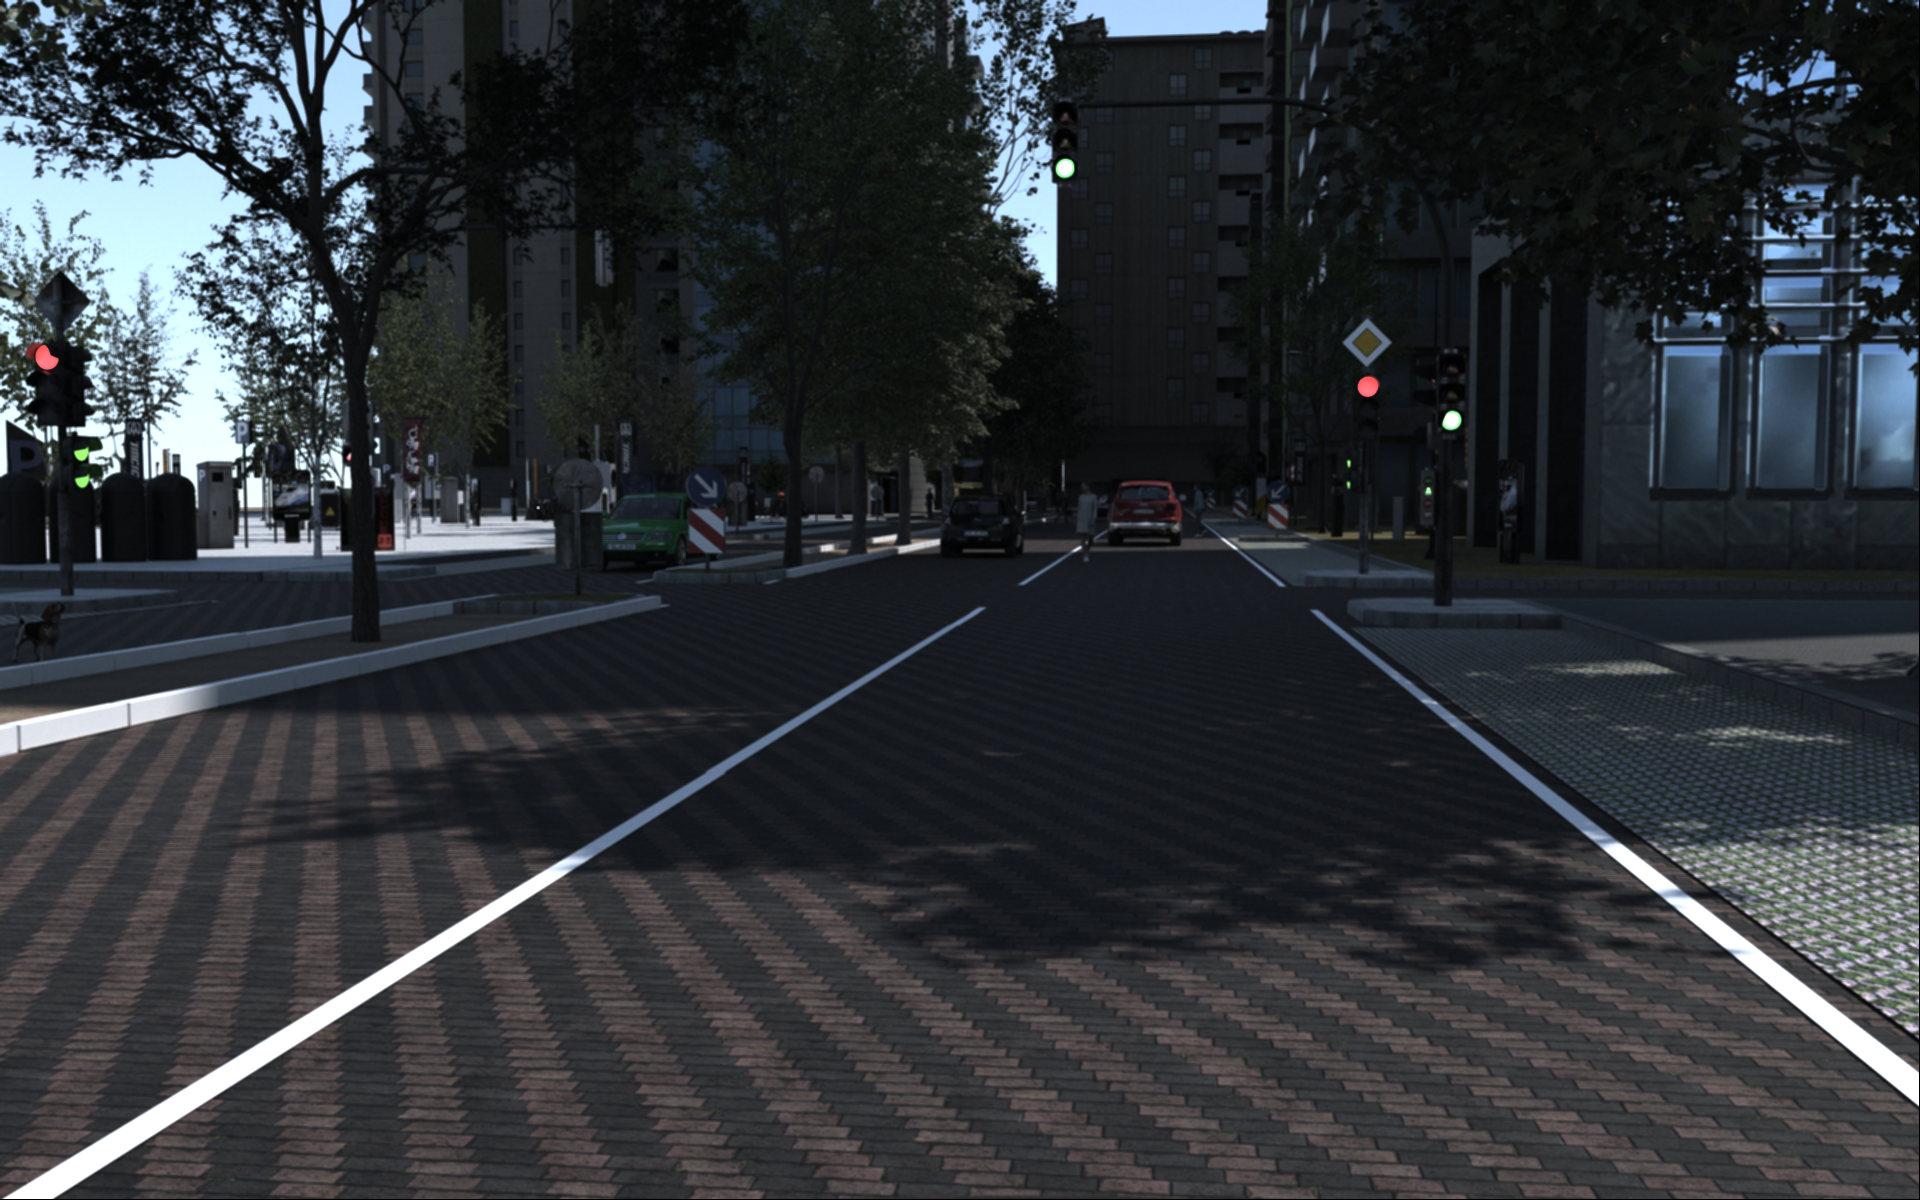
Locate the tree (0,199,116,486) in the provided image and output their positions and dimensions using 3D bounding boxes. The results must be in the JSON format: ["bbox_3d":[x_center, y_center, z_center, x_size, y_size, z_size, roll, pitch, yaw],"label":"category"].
[{"bbox_3d":[-22.650,-5.638,42.543,4.737,8.622,4.395,0,3,0],"label":"tree"}]

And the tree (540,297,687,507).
[{"bbox_3d":[-13.072,-6.972,64.353,4.360,8.622,3.978,0,3,0],"label":"tree"}]

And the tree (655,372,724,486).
[{"bbox_3d":[-16.155,-9.333,102.949,4.737,8.622,4.395,0,3,0],"label":"tree"}]

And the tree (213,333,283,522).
[{"bbox_3d":[-31.761,-7.869,79.028,4.737,8.622,4.395,0,3,0],"label":"tree"}]

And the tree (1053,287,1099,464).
[{"bbox_3d":[2.861,-10.020,84.416,7.486,12.596,7.792,0,3,0],"label":"tree"}]

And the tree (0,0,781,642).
[{"bbox_3d":[-5.683,-4.888,16.786,8.767,10.594,7.601,0,4,7],"label":"tree"}]

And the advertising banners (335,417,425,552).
[{"bbox_3d":[-13.060,-2.625,39.102,2.074,3.025,0.090,-3,5,-39],"label":"advertising banners"}]

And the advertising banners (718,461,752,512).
[{"bbox_3d":[-11.923,-5.828,91.467,2.074,3.025,0.090,1,4,16],"label":"advertising banners"}]

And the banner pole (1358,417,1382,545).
[{"bbox_3d":[10.407,-3.318,44.272,0.401,3.779,0.863,-2,4,-25],"label":"banner pole"}]

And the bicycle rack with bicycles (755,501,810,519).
[{"bbox_3d":[-9.507,-4.628,89.051,2.925,0.926,2.852,1,4,22],"label":"bicycle rack with bicycles"}]

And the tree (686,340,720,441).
[{"bbox_3d":[-13.310,-7.928,79.978,4.360,8.622,3.978,0,3,0],"label":"tree"}]

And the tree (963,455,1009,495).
[{"bbox_3d":[1.268,-12.271,150.988,4.360,8.622,3.978,0,3,0],"label":"tree"}]

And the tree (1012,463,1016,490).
[{"bbox_3d":[3.871,-13.182,165.882,4.360,8.622,3.978,0,3,0],"label":"tree"}]

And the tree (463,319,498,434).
[{"bbox_3d":[-17.453,-6.480,56.304,4.360,8.622,3.978,0,3,0],"label":"tree"}]

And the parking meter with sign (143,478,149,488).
[{"bbox_3d":[-39.252,-5.343,83.612,1.738,3.016,0.543,-2,4,-23],"label":"parking meter with sign"}]

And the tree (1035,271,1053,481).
[{"bbox_3d":[-1.628,-7.829,48.588,7.486,12.596,7.792,0,3,0],"label":"tree"}]

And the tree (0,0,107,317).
[{"bbox_3d":[-6.935,-5.954,6.459,9.857,13.997,8.962,0,3,0],"label":"tree"}]

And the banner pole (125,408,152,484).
[{"bbox_3d":[-23.782,-3.687,50.307,0.863,3.779,0.401,-2,4,-30],"label":"banner pole"}]

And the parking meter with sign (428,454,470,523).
[{"bbox_3d":[-22.434,-4.883,76.094,0.543,3.016,1.738,3,5,43],"label":"parking meter with sign"}]

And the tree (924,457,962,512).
[{"bbox_3d":[-0.938,-8.673,125.514,4.285,4.588,4.351,0,3,0],"label":"tree"}]

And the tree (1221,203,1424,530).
[{"bbox_3d":[13.020,-8.365,62.527,9.928,11.665,9.643,0,3,0],"label":"tree"}]

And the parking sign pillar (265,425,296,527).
[{"bbox_3d":[-26.184,-4.808,67.089,1.447,3.967,1.447,-3,5,-43],"label":"parking sign pillar"}]

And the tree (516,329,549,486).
[{"bbox_3d":[-18.672,-7.050,65.625,4.737,8.622,4.395,0,3,0],"label":"tree"}]

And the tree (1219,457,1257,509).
[{"bbox_3d":[24.350,-10.284,151.859,4.285,4.588,4.351,0,3,0],"label":"tree"}]

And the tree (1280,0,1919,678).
[{"bbox_3d":[7.021,-5.790,11.676,9.611,12.733,9.660,0,3,0],"label":"tree"}]

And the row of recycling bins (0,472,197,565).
[{"bbox_3d":[-16.247,-1.563,32.669,3.534,1.692,1.069,-3,5,-44],"label":"row of recycling bins"}]

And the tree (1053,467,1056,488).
[{"bbox_3d":[3.414,-8.434,90.714,4.737,8.622,4.395,0,3,0],"label":"tree"}]

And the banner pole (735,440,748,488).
[{"bbox_3d":[-10.202,-5.541,80.604,0.863,3.779,0.401,-3,5,-44],"label":"banner pole"}]

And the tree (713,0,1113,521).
[{"bbox_3d":[-1.535,-12.306,59.551,12.611,20.169,13.585,0,3,0],"label":"tree"}]

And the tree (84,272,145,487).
[{"bbox_3d":[-26.723,-6.453,55.876,4.360,8.622,3.978,0,3,0],"label":"tree"}]

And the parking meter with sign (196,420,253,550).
[{"bbox_3d":[-17.425,-2.703,40.453,0.543,3.016,1.738,2,4,32],"label":"parking meter with sign"}]

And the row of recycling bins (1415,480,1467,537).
[{"bbox_3d":[15.110,-2.852,53.735,1.069,1.692,3.534,0,4,-6],"label":"row of recycling bins"}]

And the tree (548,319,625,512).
[{"bbox_3d":[-16.288,-7.529,73.463,4.737,8.622,4.395,0,3,0],"label":"tree"}]

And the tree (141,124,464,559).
[{"bbox_3d":[-12.948,-5.129,34.216,4.360,8.622,3.978,0,3,0],"label":"tree"}]

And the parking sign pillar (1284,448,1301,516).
[{"bbox_3d":[19.161,-6.873,100.844,1.447,3.967,1.447,1,4,17],"label":"parking sign pillar"}]

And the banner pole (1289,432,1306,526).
[{"bbox_3d":[13.470,-4.859,69.469,0.863,3.779,0.401,0,4,3],"label":"banner pole"}]

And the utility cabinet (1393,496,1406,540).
[{"bbox_3d":[12.452,-2.319,49.083,0.306,1.237,1.020,1,4,17],"label":"utility cabinet"}]

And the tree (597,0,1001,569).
[{"bbox_3d":[-3.073,-6.367,32.311,9.928,11.665,9.643,0,3,0],"label":"tree"}]

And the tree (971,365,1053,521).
[{"bbox_3d":[1.718,-7.682,78.428,4.737,8.622,4.395,0,3,0],"label":"tree"}]

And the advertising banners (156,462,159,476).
[{"bbox_3d":[-43.415,-5.936,93.236,0.090,3.025,2.074,0,4,-6],"label":"advertising banners"}]

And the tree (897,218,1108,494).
[{"bbox_3d":[1.141,-9.252,70.730,9.611,12.733,9.660,0,3,0],"label":"tree"}]

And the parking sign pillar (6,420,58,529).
[{"bbox_3d":[-33.852,-4.554,62.931,1.447,3.967,1.447,-3,4,-37],"label":"parking sign pillar"}]

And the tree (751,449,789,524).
[{"bbox_3d":[-8.198,-4.870,74.229,1.663,3.219,1.824,0,3,0],"label":"tree"}]

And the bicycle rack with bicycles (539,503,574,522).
[{"bbox_3d":[-18.032,-4.097,80.366,2.925,0.926,2.852,-1,4,-21],"label":"bicycle rack with bicycles"}]

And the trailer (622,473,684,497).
[{"bbox_3d":[-8.472,-2.445,47.030,1.471,1.999,3.904,0,4,7],"label":"trailer"}]

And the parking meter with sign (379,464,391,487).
[{"bbox_3d":[-33.740,-6.433,101.447,0.543,3.016,1.738,-2,4,-29],"label":"parking meter with sign"}]

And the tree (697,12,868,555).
[{"bbox_3d":[-2.459,-7.369,41.062,7.486,12.596,7.792,0,3,0],"label":"tree"}]

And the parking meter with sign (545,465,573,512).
[{"bbox_3d":[-23.734,-6.518,102.828,1.738,3.016,0.543,2,4,26],"label":"parking meter with sign"}]

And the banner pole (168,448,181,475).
[{"bbox_3d":[-43.095,-6.418,94.959,0.401,3.779,0.863,3,4,38],"label":"banner pole"}]

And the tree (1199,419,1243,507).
[{"bbox_3d":[25.349,-13.338,168.443,4.360,8.622,3.978,0,3,0],"label":"tree"}]

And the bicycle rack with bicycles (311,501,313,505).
[{"bbox_3d":[-33.234,-4.745,90.966,2.925,0.926,2.852,1,4,11],"label":"bicycle rack with bicycles"}]

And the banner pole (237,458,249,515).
[{"bbox_3d":[-43.961,-7.094,105.995,0.401,3.779,0.863,1,4,19],"label":"banner pole"}]

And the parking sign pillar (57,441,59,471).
[{"bbox_3d":[-42.812,-5.788,83.111,1.447,3.967,1.447,-3,5,-42],"label":"parking sign pillar"}]

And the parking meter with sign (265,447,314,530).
[{"bbox_3d":[-23.828,-4.016,61.926,1.738,3.016,0.543,-2,4,-33],"label":"parking meter with sign"}]

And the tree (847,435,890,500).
[{"bbox_3d":[-4.941,-9.245,101.523,4.360,8.622,3.978,0,3,0],"label":"tree"}]

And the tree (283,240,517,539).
[{"bbox_3d":[-16.017,-6.059,49.431,4.737,8.622,4.395,0,3,0],"label":"tree"}]

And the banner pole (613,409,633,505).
[{"bbox_3d":[-9.921,-3.719,50.829,0.863,3.779,0.401,2,4,27],"label":"banner pole"}]
